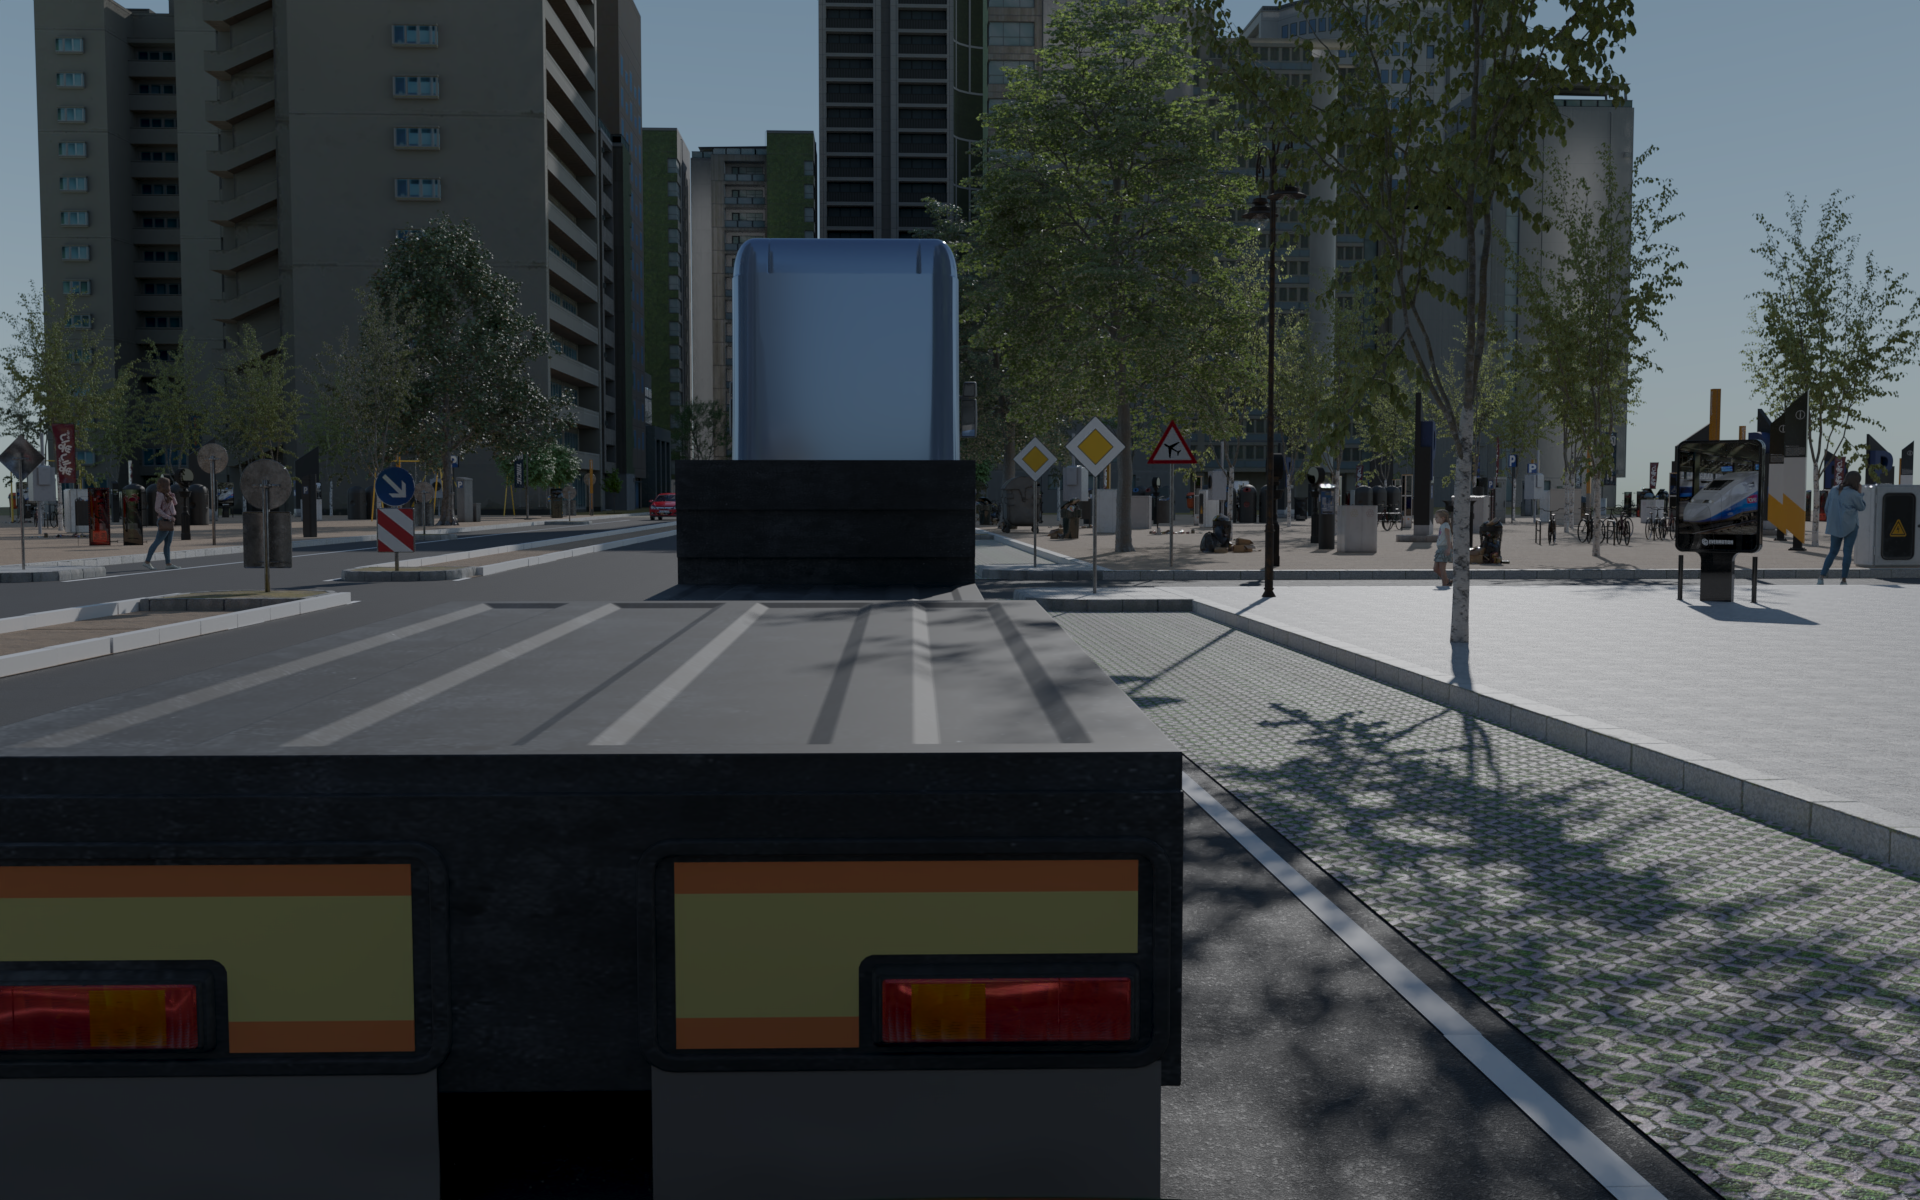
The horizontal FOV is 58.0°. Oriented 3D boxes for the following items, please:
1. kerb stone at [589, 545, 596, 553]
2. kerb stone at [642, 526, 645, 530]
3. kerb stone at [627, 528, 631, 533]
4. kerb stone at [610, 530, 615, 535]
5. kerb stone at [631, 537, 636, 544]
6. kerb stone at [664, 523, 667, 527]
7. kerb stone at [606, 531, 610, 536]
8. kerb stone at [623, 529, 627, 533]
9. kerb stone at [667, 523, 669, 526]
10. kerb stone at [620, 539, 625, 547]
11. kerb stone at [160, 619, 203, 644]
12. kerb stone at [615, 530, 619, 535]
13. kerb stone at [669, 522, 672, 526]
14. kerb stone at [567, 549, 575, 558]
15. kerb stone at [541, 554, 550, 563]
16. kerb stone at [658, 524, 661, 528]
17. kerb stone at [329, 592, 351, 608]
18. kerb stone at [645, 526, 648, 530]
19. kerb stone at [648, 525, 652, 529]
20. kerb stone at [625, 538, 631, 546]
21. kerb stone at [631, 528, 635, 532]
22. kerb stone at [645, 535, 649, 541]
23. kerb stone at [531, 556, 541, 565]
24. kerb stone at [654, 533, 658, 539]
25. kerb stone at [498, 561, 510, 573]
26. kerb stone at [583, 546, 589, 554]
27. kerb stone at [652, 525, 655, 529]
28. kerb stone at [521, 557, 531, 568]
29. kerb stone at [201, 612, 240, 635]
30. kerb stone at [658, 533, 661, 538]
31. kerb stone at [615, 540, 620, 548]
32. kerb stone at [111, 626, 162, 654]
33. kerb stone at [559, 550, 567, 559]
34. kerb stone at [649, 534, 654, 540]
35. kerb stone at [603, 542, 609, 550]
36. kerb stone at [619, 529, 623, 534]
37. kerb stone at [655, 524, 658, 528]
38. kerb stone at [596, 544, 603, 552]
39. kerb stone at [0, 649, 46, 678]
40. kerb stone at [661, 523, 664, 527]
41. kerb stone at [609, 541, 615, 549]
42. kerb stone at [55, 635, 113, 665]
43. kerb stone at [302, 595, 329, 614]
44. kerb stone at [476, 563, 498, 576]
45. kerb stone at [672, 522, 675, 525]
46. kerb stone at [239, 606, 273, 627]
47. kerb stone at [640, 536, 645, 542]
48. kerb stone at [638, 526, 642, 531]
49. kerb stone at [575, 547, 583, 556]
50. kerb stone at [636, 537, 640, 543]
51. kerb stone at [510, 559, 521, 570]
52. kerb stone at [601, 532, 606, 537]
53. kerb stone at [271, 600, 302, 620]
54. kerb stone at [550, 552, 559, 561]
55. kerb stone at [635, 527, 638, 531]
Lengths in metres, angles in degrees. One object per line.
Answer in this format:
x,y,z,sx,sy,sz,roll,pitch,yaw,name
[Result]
-9.054,-1.215,42.137,0.120,0.150,1.000,0,4,-3,kerb stone
-12.513,-2.778,67.613,0.120,0.150,1.000,0,4,-3,kerb stone
-12.290,-2.527,63.516,0.120,0.150,1.000,0,4,-3,kerb stone
-12.074,-2.277,59.427,0.120,0.150,1.000,0,4,-3,kerb stone
-9.437,-1.658,49.311,0.120,0.150,1.000,0,4,-3,kerb stone
-12.892,-3.216,74.772,0.120,0.150,1.000,0,4,-3,kerb stone
-12.024,-2.212,58.407,0.120,0.150,1.000,0,4,-3,kerb stone
-12.240,-2.465,62.495,0.120,0.150,1.000,0,4,-3,kerb stone
-12.945,-3.279,75.800,0.120,0.150,1.000,0,4,-3,kerb stone
-9.332,-1.532,47.246,0.120,0.150,1.000,0,4,-3,kerb stone
-7.717,0.317,17.012,0.120,0.150,1.000,0,4,-3,kerb stone
-12.130,-2.340,60.448,0.120,0.150,1.000,0,4,-3,kerb stone
-13.006,-3.334,76.825,0.120,0.150,1.000,0,4,-3,kerb stone
-8.896,-1.027,39.063,0.120,0.150,1.000,0,4,-3,kerb stone
-8.718,-0.835,35.990,0.120,0.150,1.000,0,4,-3,kerb stone
-12.783,-3.085,72.727,0.120,0.150,1.000,0,4,-3,kerb stone
-7.994,0.006,22.124,0.120,0.150,1.000,0,4,-3,kerb stone
-12.572,-2.839,68.634,0.120,0.150,1.000,0,4,-3,kerb stone
-12.614,-2.903,69.655,0.120,0.150,1.000,0,4,-3,kerb stone
-9.376,-1.595,48.278,0.120,0.150,1.000,0,4,-3,kerb stone
-12.342,-2.585,64.537,0.120,0.150,1.000,0,4,-3,kerb stone
-9.596,-1.844,52.384,0.120,0.150,1.000,0,4,-3,kerb stone
-8.667,-0.781,34.965,0.120,0.150,1.000,0,4,-3,kerb stone
-9.702,-1.971,54.425,0.120,0.150,1.000,0,4,-3,kerb stone
-8.504,-0.590,31.891,0.120,0.150,1.000,0,4,-3,kerb stone
-8.999,-1.157,41.116,0.120,0.150,1.000,0,4,-3,kerb stone
-12.676,-2.963,70.677,0.120,0.150,1.000,0,4,-3,kerb stone
-8.622,-0.719,33.944,0.120,0.150,1.000,0,4,-3,kerb stone
-7.771,0.255,18.037,0.120,0.150,1.000,0,4,-3,kerb stone
-9.763,-2.034,55.446,0.120,0.150,1.000,0,4,-3,kerb stone
-9.272,-1.470,46.226,0.120,0.150,1.000,0,4,-3,kerb stone
-7.659,0.380,15.985,0.120,0.150,1.000,0,4,-3,kerb stone
-8.843,-0.969,38.039,0.120,0.150,1.000,0,4,-3,kerb stone
-9.652,-1.907,53.405,0.120,0.150,1.000,0,4,-3,kerb stone
-9.158,-1.343,44.182,0.120,0.150,1.000,0,4,-3,kerb stone
-12.186,-2.400,61.471,0.120,0.150,1.000,0,4,-3,kerb stone
-12.734,-3.021,71.698,0.120,0.150,1.000,0,4,-3,kerb stone
-9.098,-1.282,43.161,0.120,0.150,1.000,0,4,-3,kerb stone
-7.554,0.508,13.936,0.120,0.150,1.000,0,4,-3,kerb stone
-12.841,-3.153,73.751,0.120,0.150,1.000,0,4,-3,kerb stone
-9.218,-1.407,45.202,0.120,0.150,1.000,0,4,-3,kerb stone
-7.618,0.443,14.956,0.120,0.150,1.000,0,4,-3,kerb stone
-7.934,0.067,21.104,0.120,0.150,1.000,0,4,-3,kerb stone
-8.447,-0.531,30.870,0.120,0.150,1.000,0,4,-3,kerb stone
-13.054,-3.404,77.846,0.120,0.150,1.000,0,4,-3,kerb stone
-7.825,0.192,19.057,0.120,0.150,1.000,0,4,-3,kerb stone
-9.540,-1.784,51.358,0.120,0.150,1.000,0,4,-3,kerb stone
-12.454,-2.711,66.593,0.120,0.150,1.000,0,4,-3,kerb stone
-8.941,-1.095,40.094,0.120,0.150,1.000,0,4,-3,kerb stone
-9.493,-1.717,50.332,0.120,0.150,1.000,0,4,-3,kerb stone
-8.564,-0.656,32.923,0.120,0.150,1.000,0,4,-3,kerb stone
-11.964,-2.152,57.382,0.120,0.150,1.000,0,4,-3,kerb stone
-7.881,0.130,20.078,0.120,0.150,1.000,0,4,-3,kerb stone
-8.774,-0.906,37.010,0.120,0.150,1.000,0,4,-3,kerb stone
-12.400,-2.653,65.566,0.120,0.150,1.000,0,4,-3,kerb stone
